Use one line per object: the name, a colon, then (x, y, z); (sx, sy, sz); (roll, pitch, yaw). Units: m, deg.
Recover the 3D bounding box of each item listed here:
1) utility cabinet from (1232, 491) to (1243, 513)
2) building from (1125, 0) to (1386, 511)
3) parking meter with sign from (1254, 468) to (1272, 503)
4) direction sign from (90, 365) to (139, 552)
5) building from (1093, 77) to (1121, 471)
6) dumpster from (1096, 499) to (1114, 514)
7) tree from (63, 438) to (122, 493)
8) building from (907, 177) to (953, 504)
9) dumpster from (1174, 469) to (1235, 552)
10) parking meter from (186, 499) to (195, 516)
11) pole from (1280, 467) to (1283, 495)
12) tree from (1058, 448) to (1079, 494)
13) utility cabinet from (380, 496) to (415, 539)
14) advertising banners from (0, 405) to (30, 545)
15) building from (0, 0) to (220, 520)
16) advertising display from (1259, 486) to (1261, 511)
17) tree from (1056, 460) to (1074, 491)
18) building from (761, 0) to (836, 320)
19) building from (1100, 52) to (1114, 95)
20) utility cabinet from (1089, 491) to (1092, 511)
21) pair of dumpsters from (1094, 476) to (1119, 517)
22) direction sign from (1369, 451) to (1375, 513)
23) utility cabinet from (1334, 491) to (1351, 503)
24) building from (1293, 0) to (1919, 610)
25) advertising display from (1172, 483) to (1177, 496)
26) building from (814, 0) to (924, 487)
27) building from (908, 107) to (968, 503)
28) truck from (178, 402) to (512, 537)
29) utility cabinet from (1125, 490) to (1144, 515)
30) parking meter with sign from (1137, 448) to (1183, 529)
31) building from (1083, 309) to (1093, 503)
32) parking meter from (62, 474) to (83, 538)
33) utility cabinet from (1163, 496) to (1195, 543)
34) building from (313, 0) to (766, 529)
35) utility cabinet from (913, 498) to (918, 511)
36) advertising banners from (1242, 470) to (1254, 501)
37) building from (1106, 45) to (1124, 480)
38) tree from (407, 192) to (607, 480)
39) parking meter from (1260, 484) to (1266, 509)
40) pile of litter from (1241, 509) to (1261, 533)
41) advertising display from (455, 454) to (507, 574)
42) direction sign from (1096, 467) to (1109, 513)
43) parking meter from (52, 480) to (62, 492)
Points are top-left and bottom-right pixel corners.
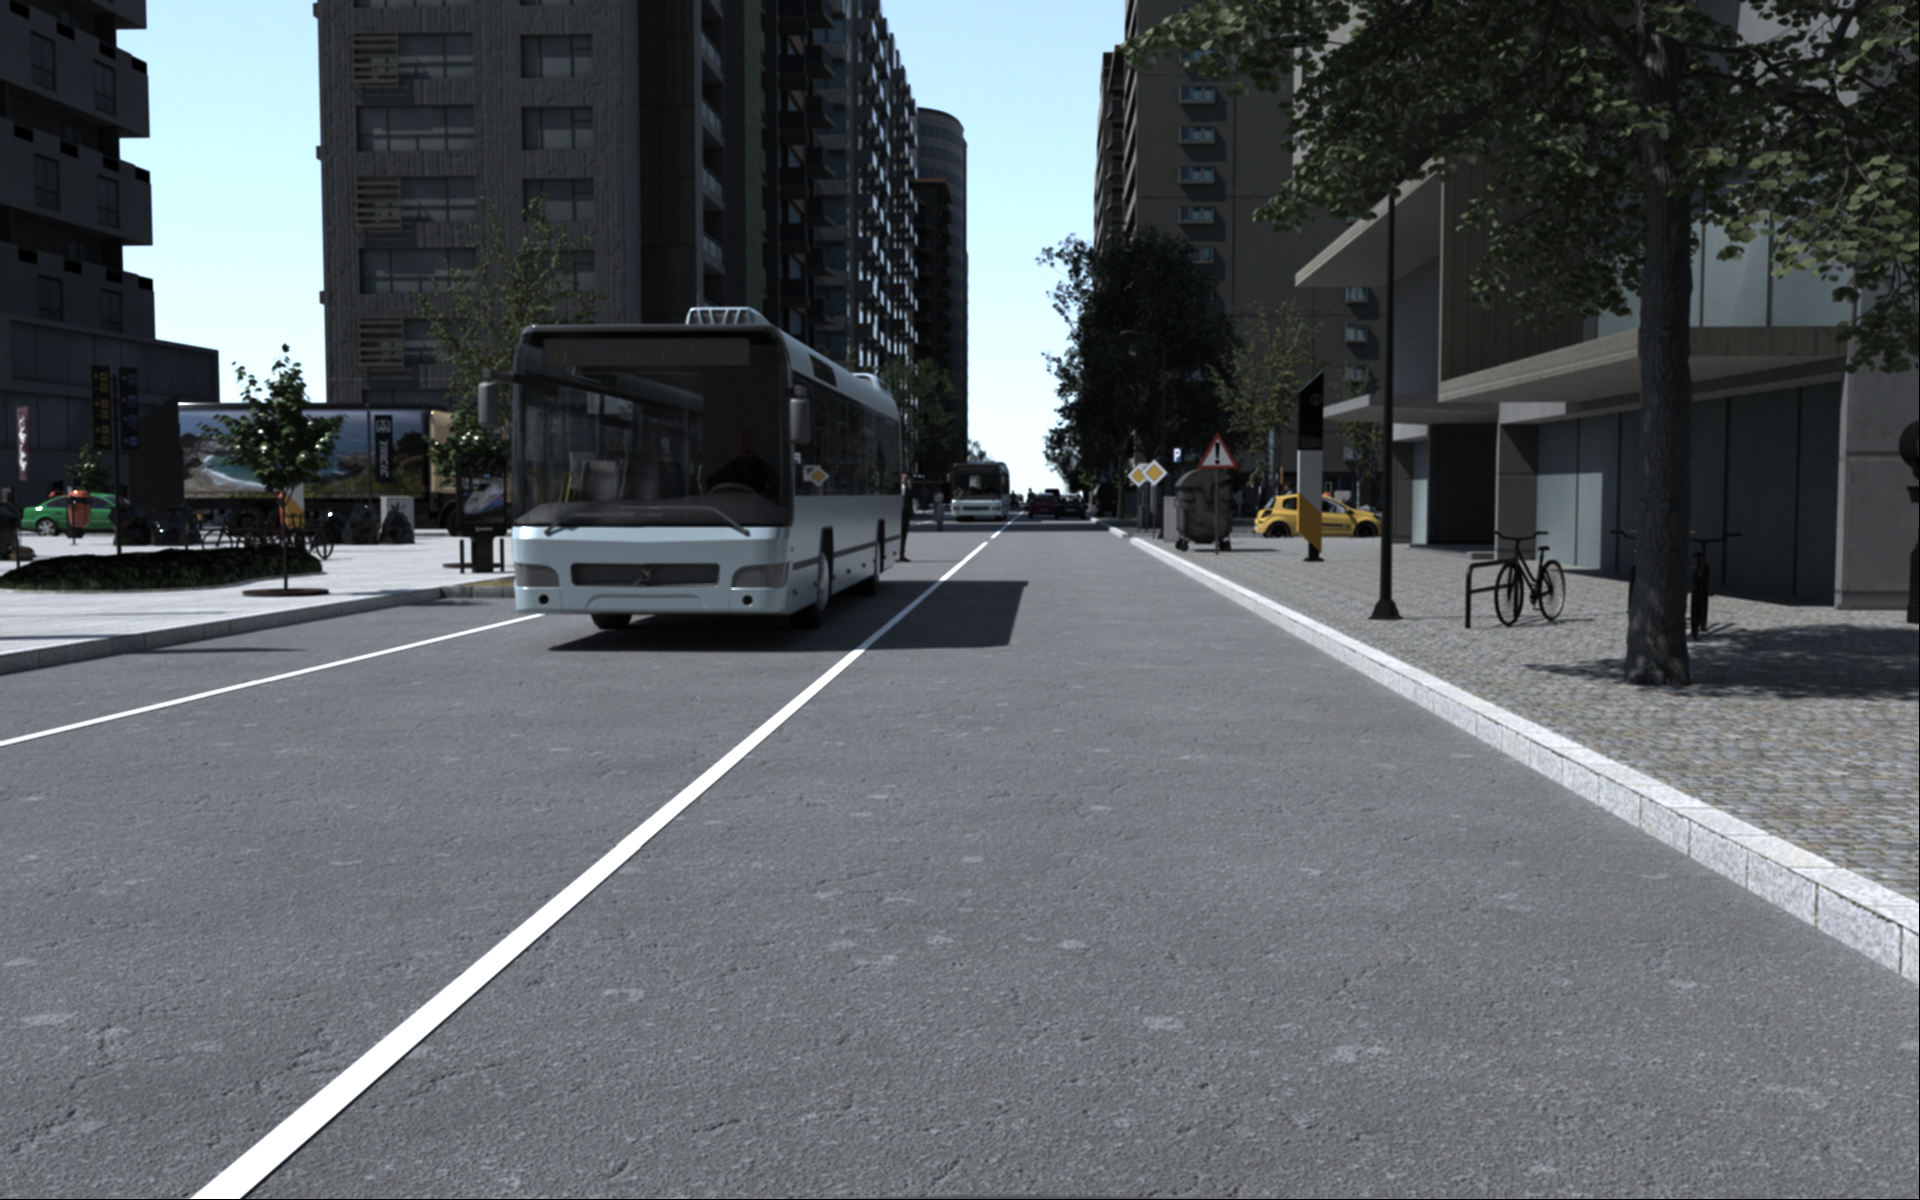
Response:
utility cabinet: (18.295, -6.525, 115.355); (1.173, 1.500, 0.318); (-2, 4, -35)
building: (24.568, -31.699, 141.982); (21.300, 48.544, 21.600); (0, 4, 3)
parking meter with sign: (20.148, -7.176, 113.582); (1.738, 3.016, 0.543); (1, 4, 14)
direction sign: (-15.012, -2.375, 30.832); (0.379, 3.537, 0.876); (2, 4, 30)
building: (26.175, -34.836, 193.270); (21.300, 48.544, 21.600); (0, 4, 3)
dumpster: (8.738, -5.988, 103.661); (1.264, 1.857, 1.865); (0, 4, 3)
tree: (-30.332, -4.009, 60.155); (1.663, 3.219, 1.824); (0, 3, 0)
building: (-12.324, -35.435, 233.986); (22.147, 44.769, 28.867); (0, 4, 3)
dumpster: (5.530, -2.042, 39.148); (1.264, 1.857, 1.865); (0, 4, 3)
parking meter: (-35.864, -4.424, 80.737); (0.372, 1.533, 0.369); (0, 3, 0)
pole: (24.292, -8.374, 130.764); (0.158, 3.312, 0.155); (0, 3, 0)
tree: (15.649, -18.107, 246.406); (4.737, 8.622, 4.395); (0, 3, 0)
utility cabinet: (-16.062, -2.344, 49.486); (0.306, 1.237, 1.020); (2, 4, 28)
advertising banners: (-19.197, -2.366, 34.867); (2.074, 3.025, 0.090); (3, 4, 37)
building: (-52.331, -29.671, 74.354); (27.495, 52.752, 28.713); (0, 4, 3)
advertising display: (22.663, -7.585, 129.230); (0.123, 1.923, 0.974); (-2, 4, -33)
tree: (17.366, -20.287, 282.052); (4.360, 8.622, 3.978); (0, 3, 0)
building: (-19.046, -27.219, 99.660); (22.147, 44.769, 28.867); (0, 4, 3)
building: (30.759, -51.461, 279.635); (20.563, 71.187, 20.611); (0, 4, 3)
utility cabinet: (9.929, -7.460, 130.655); (0.318, 1.500, 1.173); (0, 4, -1)
pair of dumpsters: (8.332, -5.781, 97.019); (1.574, 2.255, 4.437); (0, 4, 3)
direction sign: (21.759, -6.085, 91.487); (0.379, 3.537, 0.876); (0, 4, -6)
utility cabinet: (27.430, -7.066, 124.208); (1.173, 1.500, 0.318); (3, 4, 39)
building: (21.450, -27.000, 30.685); (28.713, 52.752, 27.495); (0, 4, 3)
advertising display: (13.417, -6.138, 105.575); (0.974, 1.923, 0.123); (-1, 4, -17)
building: (-16.084, -34.239, 179.420); (23.786, 49.044, 30.456); (0, 4, 3)
building: (-10.065, -44.035, 261.977); (21.231, 58.520, 28.212); (0, 4, 3)
truck: (-18.629, -3.995, 54.225); (11.283, 4.237, 2.839); (0, 4, 1)
utility cabinet: (10.778, -6.016, 107.037); (1.173, 1.500, 0.318); (2, 4, 32)
parking meter with sign: (7.475, -4.196, 64.861); (1.738, 3.016, 0.543); (-2, 4, -27)
building: (25.730, -30.076, 263.447); (14.160, 30.474, 14.107); (0, 4, 3)
parking meter: (-25.767, -2.732, 50.381); (0.399, 1.863, 0.255); (1, 4, 20)
utility cabinet: (5.891, -2.111, 45.672); (1.020, 1.237, 0.306); (1, 4, 14)
building: (-15.754, -23.516, 68.087); (14.154, 41.232, 14.086); (0, 4, 3)
utility cabinet: (-3.510, -7.241, 129.546); (0.306, 1.237, 1.020); (-2, 4, -33)
advertising banners: (20.768, -8.028, 127.449); (2.074, 3.025, 0.090); (0, 4, -6)
building: (25.457, -31.412, 168.203); (22.147, 44.769, 28.867); (0, 4, 3)
tree: (-10.711, -5.582, 41.624); (4.737, 8.622, 4.395); (0, 3, 0)
parking meter: (17.988, -5.925, 102.587); (0.255, 1.863, 0.399); (-1, 4, -22)
pile of litter: (10.151, -2.638, 57.100); (1.719, 0.858, 1.176); (3, 5, 39)
advertising display: (-7.810, -1.411, 28.288); (0.123, 1.923, 0.974); (2, 4, 33)
direction sign: (8.956, -7.140, 108.741); (0.876, 3.537, 0.379); (-2, 4, -25)
parking meter: (-38.373, -4.159, 73.703); (0.399, 1.863, 0.255); (0, 4, -6)
